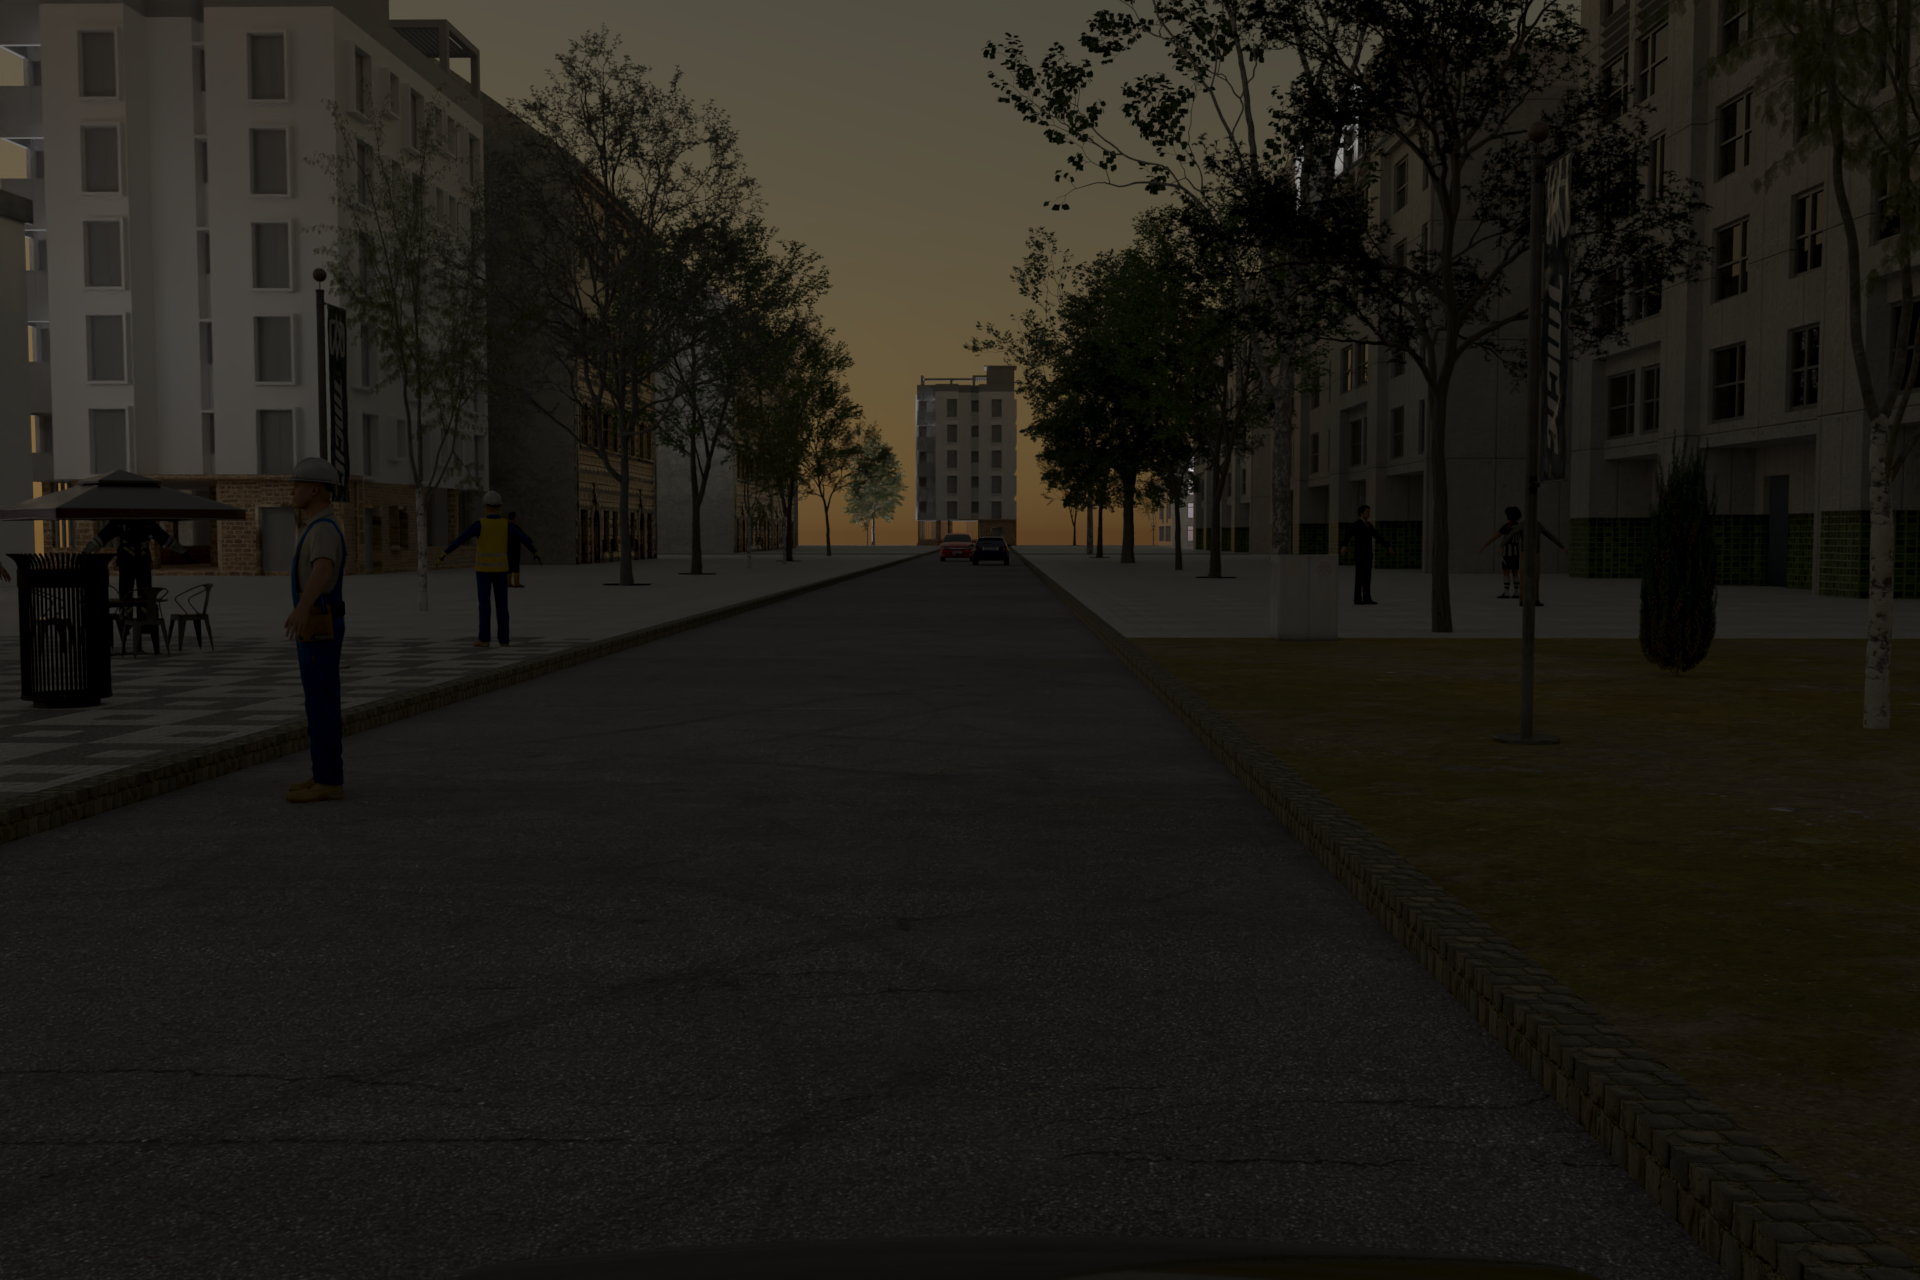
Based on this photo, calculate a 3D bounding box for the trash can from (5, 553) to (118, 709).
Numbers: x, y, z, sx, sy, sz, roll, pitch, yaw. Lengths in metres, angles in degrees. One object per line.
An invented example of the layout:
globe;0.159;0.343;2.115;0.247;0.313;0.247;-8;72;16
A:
trash can;-6.670;-0.077;12.908;0.748;1.137;0.748;0;3;0

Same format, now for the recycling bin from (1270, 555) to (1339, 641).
recycling bin;4.187;-0.523;21.101;0.722;1.027;0.722;0;4;2

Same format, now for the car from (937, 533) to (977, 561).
car;-0.131;-5.079;92.085;2.155;1.783;4.494;0;4;1

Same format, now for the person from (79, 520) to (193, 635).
person;-10.527;-0.998;22.101;1.354;1.856;0.705;-3;4;-37

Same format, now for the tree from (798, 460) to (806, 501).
tree;-21.260;-16.551;196.366;9.928;11.665;9.643;0;3;0

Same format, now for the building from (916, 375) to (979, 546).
building;-4.712;-20.822;199.311;11.380;20.090;16.016;0;4;7

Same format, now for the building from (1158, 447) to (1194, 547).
building;24.829;-13.709;166.284;9.099;9.664;28.070;0;4;1

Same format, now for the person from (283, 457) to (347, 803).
person;-3.507;-0.066;9.396;0.705;1.847;1.347;-1;4;-19

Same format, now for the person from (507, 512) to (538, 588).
person;-10.704;-2.166;41.552;1.346;1.812;0.704;2;4;28

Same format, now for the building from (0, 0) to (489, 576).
building;-23.553;-12.119;54.559;16.016;20.090;11.380;0;4;0

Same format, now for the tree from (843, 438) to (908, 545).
tree;-9.598;-17.239;199.988;7.486;12.596;7.792;0;3;0

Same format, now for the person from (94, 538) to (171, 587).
person;-14.591;-1.457;30.548;1.216;1.740;0.721;-2;4;-25

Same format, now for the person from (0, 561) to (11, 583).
person;-7.816;-0.427;13.160;0.705;1.806;1.347;1;4;14

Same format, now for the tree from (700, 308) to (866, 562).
tree;-8.112;-9.476;80.696;9.928;11.665;9.643;0;3;0

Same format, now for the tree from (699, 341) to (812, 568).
tree;-8.099;-6.978;64.450;4.360;8.622;3.978;0;3;0

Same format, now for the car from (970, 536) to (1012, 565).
car;1.449;-4.175;80.835;1.945;1.354;3.894;0;4;2

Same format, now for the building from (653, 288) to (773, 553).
building;-24.120;-18.012;125.425;19.493;23.208;18.063;0;4;2

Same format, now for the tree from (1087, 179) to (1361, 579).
tree;7.583;-7.596;49.955;9.928;11.665;9.643;0;3;0

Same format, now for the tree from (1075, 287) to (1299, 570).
tree;7.904;-7.779;61.593;8.767;10.594;7.601;1;4;17

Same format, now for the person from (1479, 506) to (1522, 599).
person;10.928;-1.728;34.393;1.345;1.843;0.704;-1;4;-21

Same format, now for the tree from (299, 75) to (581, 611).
tree;-9.152;-4.793;28.730;4.360;8.622;3.978;0;3;0

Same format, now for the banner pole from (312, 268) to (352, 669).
banner pole;-6.019;-1.629;16.645;0.401;3.779;0.863;0;4;2

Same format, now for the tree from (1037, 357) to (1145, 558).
tree;7.662;-10.208;92.660;9.928;11.665;9.643;0;3;0

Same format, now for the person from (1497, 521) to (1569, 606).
person;10.148;-1.499;30.775;1.348;1.796;0.705;0;4;-8

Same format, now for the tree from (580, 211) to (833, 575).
tree;-8.188;-7.878;54.567;9.928;11.665;9.643;0;3;0

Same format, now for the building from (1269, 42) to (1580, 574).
building;23.709;-12.516;71.088;16.747;18.905;31.486;0;4;1

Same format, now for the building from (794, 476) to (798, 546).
building;-26.129;-18.689;172.021;16.747;18.905;31.486;0;4;1

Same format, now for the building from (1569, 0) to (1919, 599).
building;26.127;-10.312;35.062;16.747;18.905;31.486;0;4;1

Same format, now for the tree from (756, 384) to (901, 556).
tree;-7.649;-10.182;100.881;8.767;10.594;7.601;-1;4;-9

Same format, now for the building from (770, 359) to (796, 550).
building;-24.055;-19.252;145.700;19.493;23.208;18.063;0;4;0

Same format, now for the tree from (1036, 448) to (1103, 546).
tree;12.569;-16.281;191.945;9.928;11.665;9.643;0;3;0

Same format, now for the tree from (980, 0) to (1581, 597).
tree;6.819;-11.005;35.828;12.611;20.169;13.585;0;3;0

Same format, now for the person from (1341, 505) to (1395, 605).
person;7.366;-1.548;31.499;1.347;1.806;0.705;-2;4;-35

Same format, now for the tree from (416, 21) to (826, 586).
tree;-8.449;-8.097;42.755;12.009;13.543;11.850;0;3;0

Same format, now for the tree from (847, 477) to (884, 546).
tree;-10.069;-14.834;192.896;4.360;8.622;3.978;0;3;0

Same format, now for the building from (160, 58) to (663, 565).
building;-25.013;-15.241;80.112;19.493;23.208;18.063;0;4;0

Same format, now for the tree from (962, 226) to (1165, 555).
tree;7.036;-15.389;107.497;12.611;20.169;13.585;0;3;0

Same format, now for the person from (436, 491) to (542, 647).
person;-5.366;-0.816;19.805;1.216;1.772;0.721;-2;4;-31

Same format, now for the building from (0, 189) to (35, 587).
building;-24.217;-5.359;29.765;9.099;9.664;28.070;0;4;1

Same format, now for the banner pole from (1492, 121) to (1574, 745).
banner pole;3.504;-1.246;10.384;0.401;3.779;0.863;0;4;1

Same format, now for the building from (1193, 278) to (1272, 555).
building;27.625;-16.019;128.374;16.747;18.905;31.486;0;4;1

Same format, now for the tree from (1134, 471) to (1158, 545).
tree;22.031;-14.958;194.933;4.360;8.622;3.978;0;3;0

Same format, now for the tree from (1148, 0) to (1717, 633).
tree;5.973;-5.377;22.321;7.601;10.594;8.767;-1;4;-11

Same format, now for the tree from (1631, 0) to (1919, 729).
tree;6.100;-3.736;11.441;4.360;8.622;3.978;0;3;0

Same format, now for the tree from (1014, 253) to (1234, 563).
tree;7.333;-10.380;76.369;9.857;13.997;8.962;0;3;0

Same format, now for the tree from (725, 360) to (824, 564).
tree;-7.599;-7.528;73.442;4.737;8.622;4.395;0;3;0
